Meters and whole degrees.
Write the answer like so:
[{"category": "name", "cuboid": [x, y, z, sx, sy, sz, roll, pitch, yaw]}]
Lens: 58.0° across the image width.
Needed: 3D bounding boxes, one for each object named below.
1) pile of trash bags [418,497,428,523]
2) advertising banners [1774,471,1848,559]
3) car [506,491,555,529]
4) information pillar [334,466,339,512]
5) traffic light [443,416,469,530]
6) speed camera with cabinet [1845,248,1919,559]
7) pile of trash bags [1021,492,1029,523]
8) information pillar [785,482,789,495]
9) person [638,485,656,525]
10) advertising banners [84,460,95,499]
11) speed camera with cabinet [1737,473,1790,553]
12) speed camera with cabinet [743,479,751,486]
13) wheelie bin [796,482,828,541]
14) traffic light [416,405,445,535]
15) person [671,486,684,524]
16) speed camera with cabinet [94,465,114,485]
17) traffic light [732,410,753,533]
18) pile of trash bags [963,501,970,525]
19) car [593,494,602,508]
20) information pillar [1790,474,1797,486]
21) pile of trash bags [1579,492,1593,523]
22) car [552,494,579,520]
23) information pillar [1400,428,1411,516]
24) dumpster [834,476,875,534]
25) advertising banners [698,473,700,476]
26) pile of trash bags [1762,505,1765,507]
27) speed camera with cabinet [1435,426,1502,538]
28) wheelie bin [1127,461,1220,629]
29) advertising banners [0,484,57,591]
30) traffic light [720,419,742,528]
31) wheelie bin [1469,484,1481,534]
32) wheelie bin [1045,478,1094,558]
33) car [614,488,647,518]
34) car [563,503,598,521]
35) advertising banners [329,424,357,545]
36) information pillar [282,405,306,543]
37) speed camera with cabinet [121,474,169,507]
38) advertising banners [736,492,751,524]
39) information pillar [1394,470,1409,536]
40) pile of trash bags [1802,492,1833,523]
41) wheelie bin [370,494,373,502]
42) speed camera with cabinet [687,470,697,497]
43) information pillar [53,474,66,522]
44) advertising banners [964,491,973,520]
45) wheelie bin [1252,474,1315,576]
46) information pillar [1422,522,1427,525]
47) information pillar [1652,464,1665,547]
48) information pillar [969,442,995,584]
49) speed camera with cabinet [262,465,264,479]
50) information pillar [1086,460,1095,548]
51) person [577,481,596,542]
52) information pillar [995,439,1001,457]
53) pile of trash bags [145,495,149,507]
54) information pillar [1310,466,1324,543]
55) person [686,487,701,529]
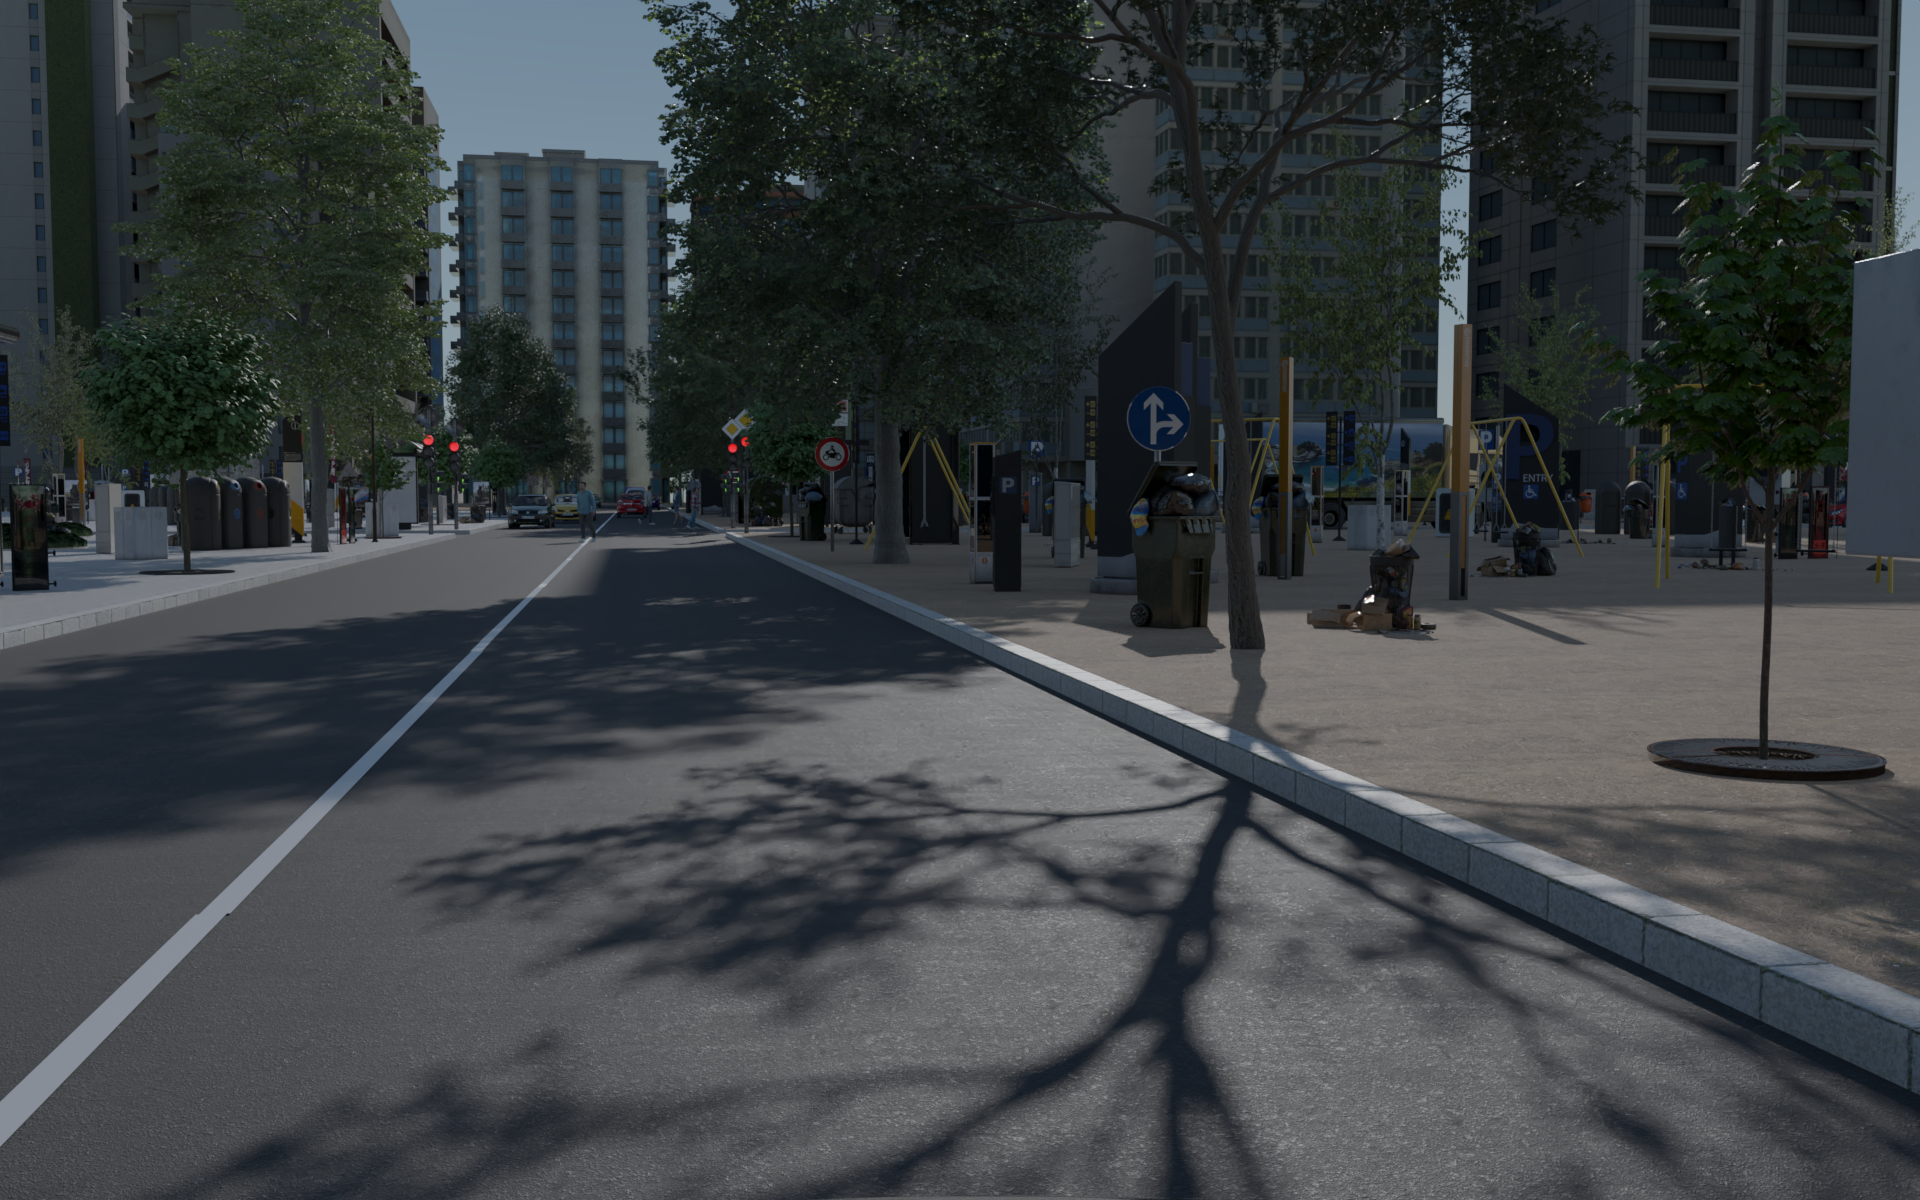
[{"category": "pile of trash bags", "cuboid": [-24.690, -4.129, 77.267, 1.912, 1.369, 3.447, -1, 4, -15]}, {"category": "advertising banners", "cuboid": [16.993, -2.329, 34.265, 2.074, 3.025, 0.090, -1, 4, -19]}, {"category": "car", "cuboid": [-17.968, -3.847, 72.683, 2.009, 1.686, 4.222, -1, 4, -9]}, {"category": "information pillar", "cuboid": [-44.213, -8.041, 122.829, 0.183, 3.616, 0.504, 0, 4, 7]}, {"category": "traffic light", "cuboid": [-18.228, -4.509, 62.641, 0.839, 4.253, 0.868, -1, 4, -11]}, {"category": "speed camera with cabinet", "cuboid": [4.369, -0.733, 6.321, 2.038, 3.252, 0.660, 0, 4, -5]}, {"category": "pile of trash bags", "cuboid": [2.685, -4.050, 75.963, 1.912, 1.369, 3.447, -1, 4, -10]}, {"category": "information pillar", "cuboid": [-12.852, -8.418, 128.993, 0.183, 3.616, 0.504, -3, 5, -41]}, {"category": "person", "cuboid": [-14.652, -4.445, 81.027, 0.795, 1.843, 0.661, -2, 4, -30]}, {"category": "advertising banners", "cuboid": [-44.214, -5.641, 88.418, 0.090, 3.025, 2.074, 1, 4, 14]}, {"category": "speed camera with cabinet", "cuboid": [17.006, -2.665, 37.902, 2.038, 3.252, 0.660, 3, 5, 43]}, {"category": "speed camera with cabinet", "cuboid": [-12.582, -6.981, 108.475, 2.038, 3.252, 0.660, 1, 4, 10]}, {"category": "wheelie bin", "cuboid": [-4.051, -2.414, 47.373, 0.693, 1.594, 0.980, -3, 4, -38]}, {"category": "traffic light", "cuboid": [-16.753, -4.029, 54.792, 0.839, 4.253, 0.868, -1, 4, -11]}, {"category": "person", "cuboid": [-13.397, -4.506, 82.202, 0.654, 1.822, 0.581, -2, 4, -27]}, {"category": "speed camera with cabinet", "cuboid": [-64.105, -8.235, 128.971, 2.038, 3.252, 0.660, -1, 4, -23]}, {"category": "traffic light", "cuboid": [-7.015, -4.141, 56.632, 0.839, 4.253, 0.868, -1, 4, -11]}, {"category": "pile of trash bags", "cuboid": [-1.339, -3.805, 71.957, 3.447, 1.369, 1.912, 0, 4, -6]}, {"category": "car", "cuboid": [-39.035, -10.517, 183.755, 2.131, 1.459, 4.920, -1, 4, -10]}, {"category": "information pillar", "cuboid": [21.285, -2.452, 44.583, 0.304, 2.012, 0.304, -1, 4, -14]}, {"category": "pile of trash bags", "cuboid": [26.560, -4.075, 76.373, 3.447, 1.369, 1.912, -2, 4, -27]}, {"category": "car", "cuboid": [-19.488, -4.635, 86.006, 2.015, 1.641, 3.980, -1, 4, -12]}, {"category": "information pillar", "cuboid": [15.642, -4.253, 60.890, 0.183, 3.616, 0.504, -2, 4, -25]}, {"category": "dumpster", "cuboid": [-3.452, -3.083, 56.172, 1.264, 1.857, 1.865, -1, 4, -11]}, {"category": "advertising banners", "cuboid": [-20.054, -8.740, 139.079, 2.074, 3.025, 0.090, -1, 4, -19]}, {"category": "pile of trash bags", "cuboid": [34.566, -4.093, 76.678, 1.912, 1.369, 3.447, 3, 5, 40]}, {"category": "speed camera with cabinet", "cuboid": [14.937, -3.437, 50.533, 0.660, 3.252, 2.038, -3, 5, -45]}, {"category": "wheelie bin", "cuboid": [2.097, -0.540, 16.744, 0.980, 1.594, 0.693, -3, 5, -43]}, {"category": "advertising banners", "cuboid": [-12.825, -1.603, 22.389, 0.090, 3.025, 2.074, 3, 5, 41]}, {"category": "traffic light", "cuboid": [-8.490, -4.621, 64.481, 0.839, 4.253, 0.868, -1, 4, -11]}, {"category": "wheelie bin", "cuboid": [16.434, -2.933, 55.856, 0.980, 1.594, 0.693, -3, 5, -40]}, {"category": "wheelie bin", "cuboid": [2.220, -1.643, 34.775, 0.980, 1.594, 0.693, 0, 4, -7]}, {"category": "car", "cuboid": [-19.962, -5.887, 105.284, 2.155, 1.783, 4.494, -1, 4, -11]}, {"category": "car", "cuboid": [-20.372, -4.904, 92.758, 1.945, 1.354, 3.894, -1, 4, -12]}, {"category": "advertising banners", "cuboid": [-15.734, -2.932, 44.131, 0.090, 3.025, 2.074, 0, 4, -3]}, {"category": "information pillar", "cuboid": [-17.445, -3.302, 45.350, 0.504, 3.616, 0.183, -1, 4, -9]}, {"category": "speed camera with cabinet", "cuboid": [-36.119, -5.033, 76.631, 2.038, 3.252, 0.660, -3, 5, -40]}, {"category": "advertising banners", "cuboid": [-8.761, -4.828, 75.119, 2.074, 3.025, 0.090, -2, 4, -32]}, {"category": "information pillar", "cuboid": [13.525, -2.972, 53.087, 0.304, 2.012, 0.304, -3, 5, -42]}, {"category": "pile of trash bags", "cuboid": [37.818, -4.067, 76.246, 1.912, 1.369, 3.447, 0, 4, -4]}, {"category": "wheelie bin", "cuboid": [-24.716, -3.995, 73.219, 0.980, 1.594, 0.693, -2, 4, -24]}, {"category": "speed camera with cabinet", "cuboid": [-17.697, -7.614, 118.820, 2.038, 3.252, 0.660, -1, 4, -10]}, {"category": "information pillar", "cuboid": [-32.539, -3.553, 62.585, 0.304, 2.012, 0.304, 3, 4, 36]}, {"category": "advertising banners", "cuboid": [-0.244, -5.376, 84.084, 2.074, 3.025, 0.090, -2, 4, -25]}, {"category": "wheelie bin", "cuboid": [5.089, -1.176, 27.128, 0.980, 1.594, 0.693, -1, 4, -9]}, {"category": "information pillar", "cuboid": [19.047, -4.864, 70.889, 0.183, 3.616, 0.504, 1, 4, 15]}, {"category": "information pillar", "cuboid": [16.910, -2.281, 41.782, 0.304, 2.012, 0.304, 0, 4, 4]}, {"category": "information pillar", "cuboid": [0.317, -1.238, 24.739, 0.304, 2.012, 0.304, -1, 4, -15]}, {"category": "speed camera with cabinet", "cuboid": [-47.668, -7.529, 117.434, 0.660, 3.252, 2.038, -3, 5, -40]}, {"category": "information pillar", "cuboid": [3.140, -3.075, 41.626, 0.183, 3.616, 0.504, -1, 4, -13]}, {"category": "person", "cuboid": [-11.166, -2.651, 51.869, 0.660, 1.820, 0.620, 1, 4, 15]}, {"category": "information pillar", "cuboid": [1.537, -5.052, 73.958, 0.504, 3.616, 0.183, -1, 4, -14]}, {"category": "pile of trash bags", "cuboid": [-54.110, -6.422, 114.758, 3.447, 1.369, 1.912, 0, 4, -5]}, {"category": "information pillar", "cuboid": [9.354, -2.502, 45.404, 0.304, 2.012, 0.304, 1, 4, 21]}, {"category": "person", "cuboid": [-10.975, -3.793, 71.360, 0.643, 1.720, 0.563, -1, 4, -10]}]
